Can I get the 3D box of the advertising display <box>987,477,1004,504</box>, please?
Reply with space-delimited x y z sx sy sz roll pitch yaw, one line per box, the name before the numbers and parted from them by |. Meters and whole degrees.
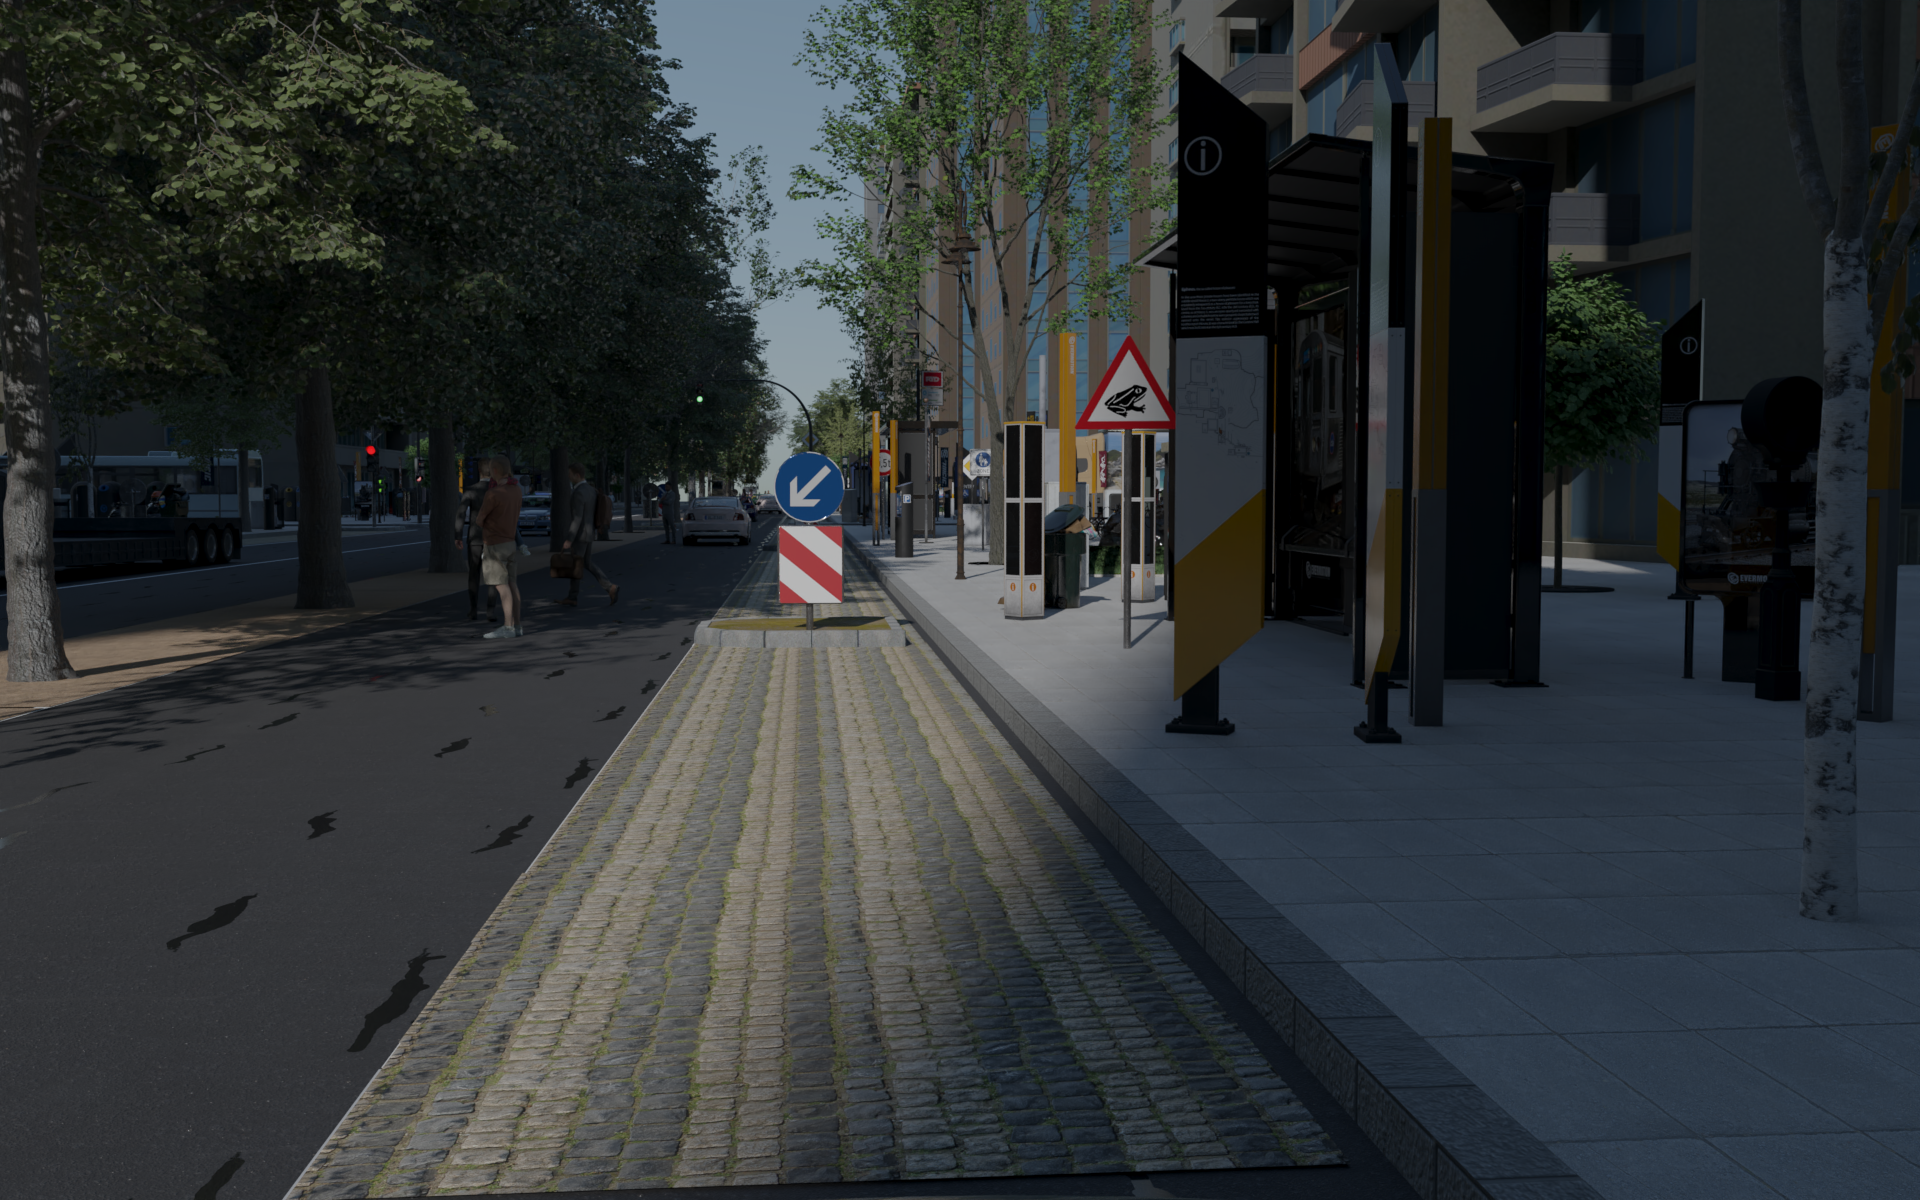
advertising display | 1.536 -3.790 67.180 0.974 1.923 0.123 0 4 -3

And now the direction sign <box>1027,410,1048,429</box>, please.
direction sign | 2.099 -3.376 47.203 0.379 3.537 0.876 -3 4 -37

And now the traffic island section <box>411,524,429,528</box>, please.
traffic island section | -23.539 -3.249 75.409 2.009 0.180 2.903 0 4 -5

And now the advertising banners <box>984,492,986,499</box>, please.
advertising banners | 2.819 -8.445 134.264 2.074 3.025 0.090 -1 4 -20

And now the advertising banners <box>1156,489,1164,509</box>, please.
advertising banners | 5.657 -3.286 49.913 0.090 3.025 2.074 -1 4 -12

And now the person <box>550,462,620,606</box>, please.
person | -4.779 -0.832 22.066 0.822 1.834 0.622 0 4 -3

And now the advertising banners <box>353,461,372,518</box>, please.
advertising banners | -31.558 -5.826 91.436 0.090 3.025 2.074 0 4 5

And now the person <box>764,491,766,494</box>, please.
person | -22.687 -11.848 202.227 1.348 1.822 0.705 3 4 38

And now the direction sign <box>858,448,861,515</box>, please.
direction sign | -4.925 -5.707 85.304 0.379 3.537 0.876 0 4 4

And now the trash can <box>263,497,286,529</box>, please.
trash can | -24.937 -3.145 63.072 0.748 1.137 0.748 0 3 0

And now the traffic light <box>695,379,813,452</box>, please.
traffic light | -8.019 -5.740 68.516 4.771 5.953 1.251 0 4 -5

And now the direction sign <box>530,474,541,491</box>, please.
direction sign | -33.337 -8.810 136.043 0.876 3.537 0.379 0 4 1

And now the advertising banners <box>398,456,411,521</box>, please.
advertising banners | -26.203 -5.228 81.668 0.090 3.025 2.074 0 4 -4

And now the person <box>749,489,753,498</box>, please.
person | -15.228 -7.174 125.801 0.388 1.821 0.555 -1 4 -20

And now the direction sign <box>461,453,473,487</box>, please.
direction sign | -27.041 -6.293 94.883 0.379 3.537 0.876 3 4 38

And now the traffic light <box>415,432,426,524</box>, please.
traffic light | -21.423 -6.167 75.499 4.771 5.953 1.251 0 4 -5

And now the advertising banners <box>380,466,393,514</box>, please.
advertising banners | -35.793 -6.902 109.029 2.074 3.025 0.090 2 4 34

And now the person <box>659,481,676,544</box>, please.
person | -8.379 -2.496 49.489 0.511 1.800 0.466 2 4 27

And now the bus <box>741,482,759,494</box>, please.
bus | -35.919 -18.673 296.848 2.896 3.916 12.252 0 4 -5

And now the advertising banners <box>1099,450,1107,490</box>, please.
advertising banners | 6.170 -4.458 69.072 0.090 3.025 2.074 -2 4 -34

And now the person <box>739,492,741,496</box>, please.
person | -38.807 -18.084 304.892 1.217 1.735 0.721 -3 5 -39

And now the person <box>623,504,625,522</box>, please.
person | -17.283 -4.708 89.748 0.394 1.301 0.425 -2 4 -32

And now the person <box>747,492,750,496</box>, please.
person | -31.393 -15.105 256.168 1.217 1.736 0.721 -3 5 -44

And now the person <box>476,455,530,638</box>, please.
person | -4.602 -0.547 17.425 0.573 1.828 0.580 -2 4 -33

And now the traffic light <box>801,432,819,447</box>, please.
traffic light | -6.656 -5.375 76.797 0.839 4.253 0.868 0 4 -5

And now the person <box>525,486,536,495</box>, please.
person | -19.419 -4.277 78.673 0.600 1.795 0.529 3 4 38

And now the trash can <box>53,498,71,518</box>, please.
trash can | -29.499 -2.758 56.744 0.748 1.137 0.748 0 3 0

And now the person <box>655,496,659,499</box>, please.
person | -31.521 -10.513 181.093 0.721 1.736 1.217 -3 5 -41

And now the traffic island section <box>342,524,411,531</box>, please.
traffic island section | -22.827 -2.763 67.456 2.009 0.180 2.903 0 4 -5

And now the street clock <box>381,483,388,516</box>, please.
street clock | -34.433 -6.049 103.474 0.358 2.002 0.471 2 4 33

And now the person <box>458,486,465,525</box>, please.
person | -22.962 -4.314 79.137 0.767 1.812 0.694 3 5 42

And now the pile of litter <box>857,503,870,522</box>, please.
pile of litter | -4.528 -4.563 88.573 1.176 0.858 1.719 -1 4 -19

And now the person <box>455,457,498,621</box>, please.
person | -5.402 -0.692 19.595 0.659 1.850 0.755 -1 4 -21

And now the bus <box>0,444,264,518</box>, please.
bus | -35.743 -4.653 70.940 13.247 3.499 2.948 0 4 -4

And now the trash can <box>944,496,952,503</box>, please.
trash can | -0.941 -7.566 135.361 0.748 1.137 0.748 0 3 0

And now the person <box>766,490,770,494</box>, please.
person | -19.388 -10.189 175.181 1.348 1.812 0.705 0 4 4

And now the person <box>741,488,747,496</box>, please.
person | -14.537 -6.599 116.408 0.388 1.821 0.555 2 4 24

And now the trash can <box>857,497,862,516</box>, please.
trash can | -5.137 -4.434 84.146 0.748 1.137 0.748 0 3 0

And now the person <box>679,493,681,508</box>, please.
person | -29.386 -10.446 180.768 0.415 1.643 0.593 -3 4 -37

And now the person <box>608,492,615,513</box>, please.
person | -27.046 -7.580 134.240 0.589 1.601 0.330 0 4 -5

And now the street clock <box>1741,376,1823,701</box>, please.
street clock | 5.106 -0.378 10.757 0.471 2.002 0.358 -1 4 -12

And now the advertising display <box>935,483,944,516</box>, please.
advertising display | -1.422 -5.993 103.201 0.974 1.923 0.123 -2 4 -30

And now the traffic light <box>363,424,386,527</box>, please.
traffic light | -22.786 -4.795 67.325 0.839 4.253 0.868 0 4 -5

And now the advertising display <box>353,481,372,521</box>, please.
advertising display | -28.523 -4.756 82.969 0.974 1.923 0.123 -2 4 -25

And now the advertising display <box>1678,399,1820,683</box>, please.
advertising display | 5.387 -0.398 11.726 0.974 1.923 0.123 3 5 41

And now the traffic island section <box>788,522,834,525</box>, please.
traffic island section | -6.615 -3.342 76.914 2.009 0.180 2.903 0 4 -5
